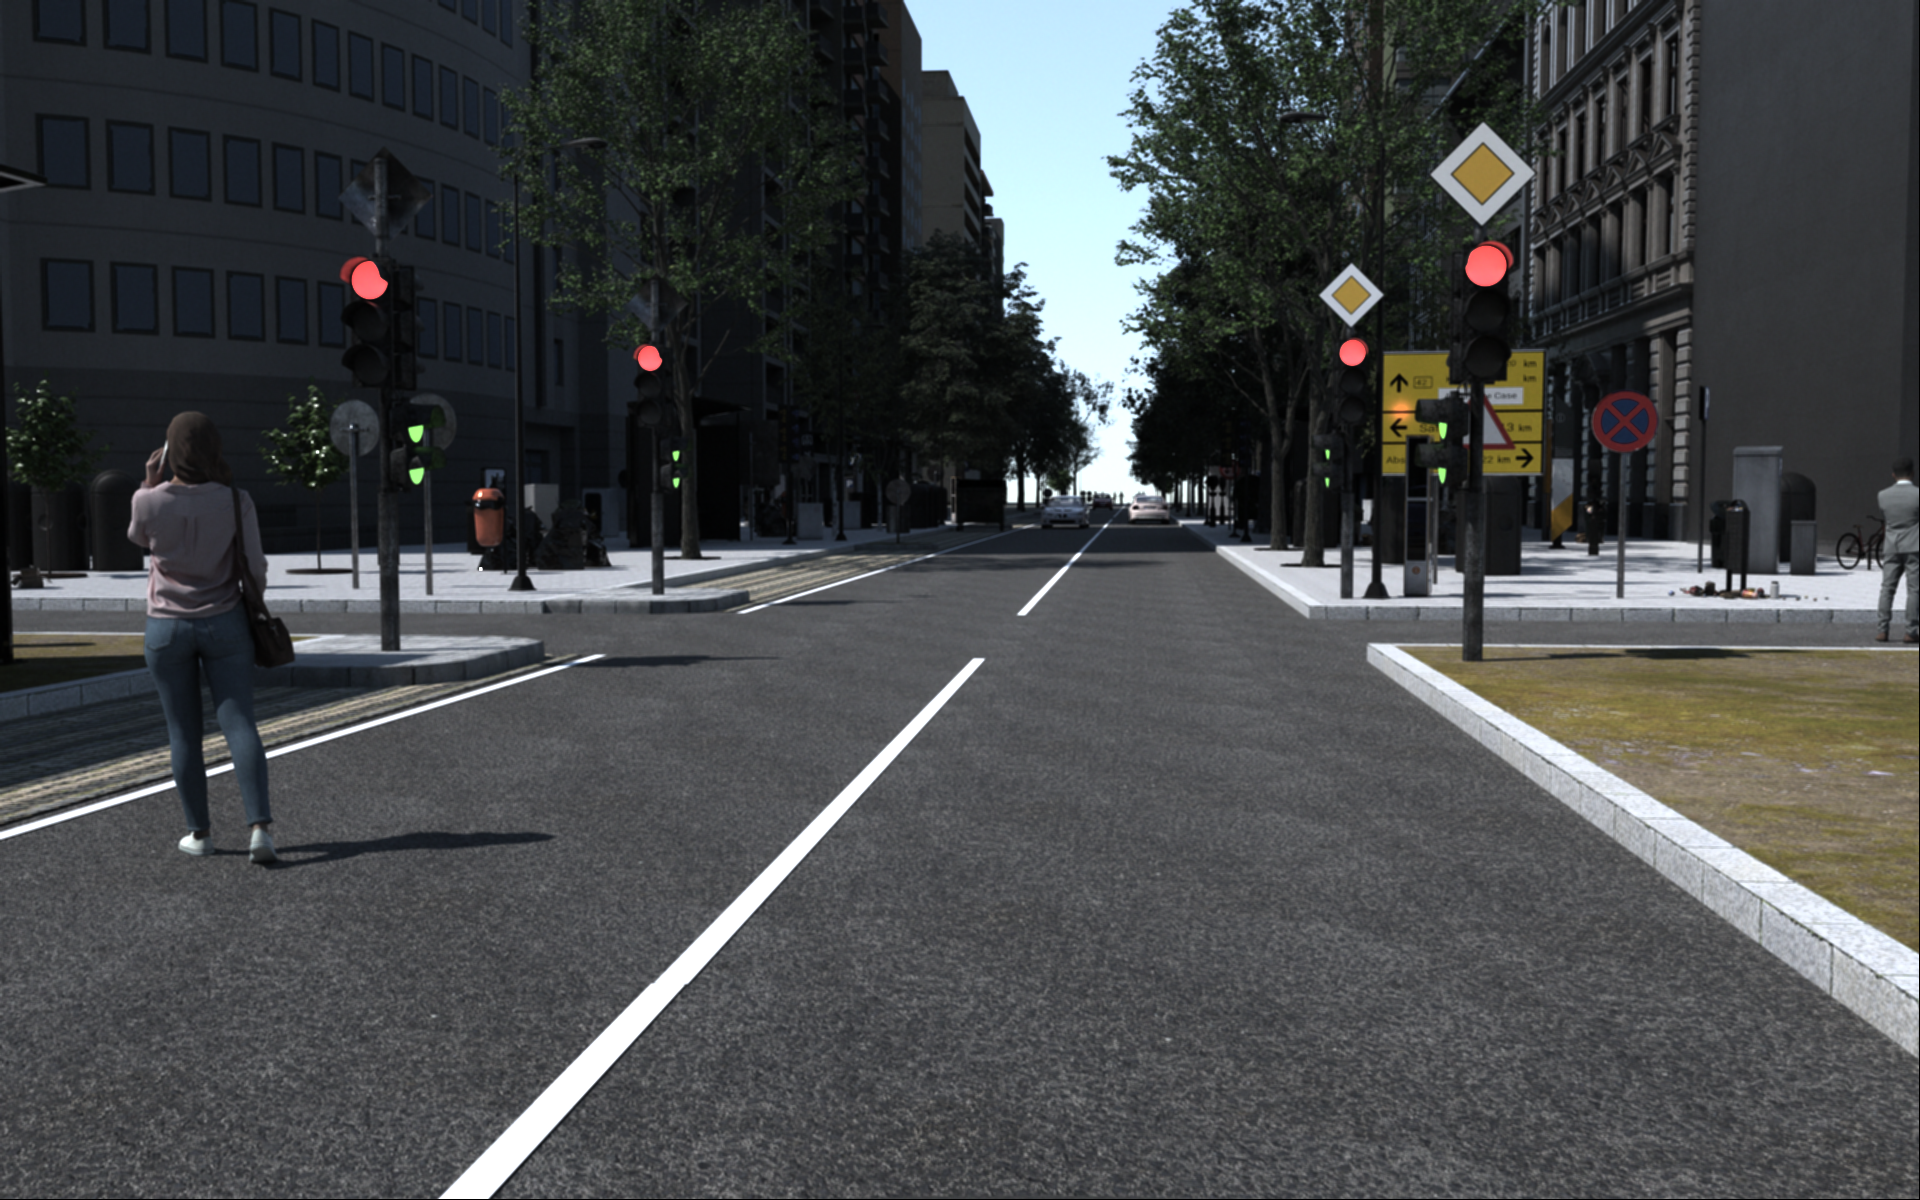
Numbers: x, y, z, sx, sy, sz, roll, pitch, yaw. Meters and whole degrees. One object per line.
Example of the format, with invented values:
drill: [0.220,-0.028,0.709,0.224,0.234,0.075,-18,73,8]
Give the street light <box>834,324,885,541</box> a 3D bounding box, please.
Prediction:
street light: [-2.733,-4.580,47.419,1.470,5.913,1.316,0,4,6]

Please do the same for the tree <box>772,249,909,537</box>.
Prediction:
tree: [-3.718,-6.205,51.810,4.737,8.622,4.395,0,3,0]

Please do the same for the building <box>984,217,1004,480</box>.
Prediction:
building: [-1.162,-34.647,250.074,14.154,41.232,14.086,0,4,6]

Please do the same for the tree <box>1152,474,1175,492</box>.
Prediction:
tree: [28.329,-15.733,240.951,4.285,4.588,4.351,0,3,0]

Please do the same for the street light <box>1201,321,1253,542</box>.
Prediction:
street light: [7.076,-4.491,45.962,1.470,5.913,1.316,0,4,6]

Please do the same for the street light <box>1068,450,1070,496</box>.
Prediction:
street light: [10.826,-12.767,181.282,1.470,5.913,1.316,0,4,6]

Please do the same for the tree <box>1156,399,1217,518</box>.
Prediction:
tree: [12.717,-8.723,92.981,4.360,8.622,3.978,0,3,0]

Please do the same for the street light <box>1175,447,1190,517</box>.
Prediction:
street light: [9.611,-6.022,71.006,1.470,5.913,1.316,0,4,6]

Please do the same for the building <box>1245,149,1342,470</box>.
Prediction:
building: [47.604,-34.772,223.139,22.147,44.769,28.867,0,4,6]

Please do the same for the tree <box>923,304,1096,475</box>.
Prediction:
tree: [2.110,-12.282,111.177,12.009,13.543,11.850,0,3,0]

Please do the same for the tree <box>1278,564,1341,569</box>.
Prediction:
tree: [6.390,-6.382,30.104,9.928,11.665,9.643,0,3,0]

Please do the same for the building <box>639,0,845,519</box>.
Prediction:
building: [-18.222,-41.008,108.739,20.563,71.187,20.611,0,4,6]

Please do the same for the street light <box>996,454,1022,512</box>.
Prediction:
street light: [2.669,-7.793,99.964,1.470,5.913,1.316,0,4,6]

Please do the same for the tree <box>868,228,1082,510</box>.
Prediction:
tree: [0.033,-10.761,82.591,9.857,13.997,8.962,0,3,0]

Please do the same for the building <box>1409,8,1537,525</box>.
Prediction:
building: [29.875,-15.907,79.140,14.314,24.678,30.058,0,4,6]

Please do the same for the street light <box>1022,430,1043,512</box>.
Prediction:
street light: [5.115,-9.314,124.823,1.470,5.913,1.316,0,4,6]

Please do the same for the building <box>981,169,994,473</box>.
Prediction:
building: [-7.160,-35.132,229.026,22.147,44.769,28.867,0,4,6]

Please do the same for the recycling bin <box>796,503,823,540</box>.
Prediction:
recycling bin: [-4.242,-2.217,48.810,0.722,1.027,0.722,-1,4,-9]

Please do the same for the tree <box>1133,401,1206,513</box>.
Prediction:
tree: [17.425,-12.427,137.596,8.767,10.594,7.601,2,4,29]

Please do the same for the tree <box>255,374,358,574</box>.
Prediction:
tree: [-10.544,-2.045,28.032,1.663,3.219,1.824,0,3,0]

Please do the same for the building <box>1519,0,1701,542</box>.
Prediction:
building: [25.011,-13.790,54.340,11.050,23.489,19.941,0,4,6]

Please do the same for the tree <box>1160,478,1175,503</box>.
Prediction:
tree: [29.214,-15.520,248.353,1.663,3.219,1.824,0,3,0]

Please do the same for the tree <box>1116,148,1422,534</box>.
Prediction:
tree: [9.977,-8.510,56.153,9.611,12.733,9.660,0,3,0]

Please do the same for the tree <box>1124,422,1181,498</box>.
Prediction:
tree: [25.260,-18.913,215.877,9.857,13.997,8.962,0,3,0]

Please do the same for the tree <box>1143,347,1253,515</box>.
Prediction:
tree: [15.043,-11.421,104.852,7.486,12.596,7.792,0,3,0]

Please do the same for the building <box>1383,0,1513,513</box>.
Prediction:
building: [32.770,-25.841,106.090,14.154,41.232,14.086,0,4,6]

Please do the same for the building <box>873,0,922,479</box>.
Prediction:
building: [-11.117,-30.894,155.233,14.600,45.320,14.200,0,4,6]

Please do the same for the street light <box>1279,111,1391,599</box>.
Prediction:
street light: [4.578,-2.974,21.161,1.470,5.913,1.316,0,4,6]

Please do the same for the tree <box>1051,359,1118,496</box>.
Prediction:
tree: [15.976,-23.532,240.643,12.611,20.169,13.585,0,3,0]

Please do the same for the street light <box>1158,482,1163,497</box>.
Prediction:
street light: [14.910,-9.195,122.881,1.470,5.913,1.316,0,4,6]

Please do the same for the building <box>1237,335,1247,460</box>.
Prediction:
building: [46.693,-36.374,244.818,14.600,45.320,14.200,0,4,6]

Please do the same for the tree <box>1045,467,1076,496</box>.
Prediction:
tree: [11.133,-12.724,191.755,4.285,4.588,4.351,0,3,0]

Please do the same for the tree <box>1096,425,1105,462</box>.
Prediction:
tree: [13.602,-19.135,223.232,12.009,13.543,11.850,0,3,0]

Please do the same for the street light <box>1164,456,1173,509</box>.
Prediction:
street light: [12.428,-7.691,98.293,1.470,5.913,1.316,0,4,6]

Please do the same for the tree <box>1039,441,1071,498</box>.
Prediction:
tree: [8.605,-13.546,171.844,4.360,8.622,3.978,0,3,0]

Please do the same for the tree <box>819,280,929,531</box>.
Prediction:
tree: [-2.790,-6.659,59.240,4.360,8.622,3.978,0,3,0]

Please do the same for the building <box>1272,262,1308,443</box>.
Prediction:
building: [42.726,-26.332,202.226,14.160,30.474,14.107,0,4,6]

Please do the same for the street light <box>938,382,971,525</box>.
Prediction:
street light: [-0.223,-6.087,72.066,1.470,5.913,1.316,0,4,6]

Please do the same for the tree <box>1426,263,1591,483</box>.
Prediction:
tree: [17.002,-6.315,53.616,4.360,8.622,3.978,0,3,0]

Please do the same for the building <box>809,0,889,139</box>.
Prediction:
building: [-17.456,-29.337,134.288,22.147,44.769,28.867,0,4,6]

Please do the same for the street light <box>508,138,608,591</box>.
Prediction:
street light: [-5.290,-3.075,22.814,1.470,5.913,1.316,0,4,6]

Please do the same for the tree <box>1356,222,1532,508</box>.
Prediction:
tree: [13.074,-5.870,46.341,4.737,8.622,4.395,0,3,0]

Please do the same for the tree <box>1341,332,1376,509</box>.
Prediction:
tree: [14.386,-7.029,65.284,4.360,8.622,3.978,0,3,0]

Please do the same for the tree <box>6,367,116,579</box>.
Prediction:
tree: [-13.887,-1.958,26.620,1.663,3.219,1.824,0,3,0]

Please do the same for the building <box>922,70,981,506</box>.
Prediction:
building: [-9.116,-35.448,203.278,21.300,48.544,21.600,0,4,6]

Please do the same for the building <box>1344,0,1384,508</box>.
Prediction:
building: [34.303,-28.739,119.999,14.600,45.320,14.200,0,4,6]

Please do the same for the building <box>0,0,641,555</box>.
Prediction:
building: [-23.133,-30.898,47.189,21.231,58.520,28.212,0,4,6]

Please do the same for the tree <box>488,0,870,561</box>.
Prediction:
tree: [-5.449,-6.601,33.688,9.928,11.665,9.643,0,3,0]

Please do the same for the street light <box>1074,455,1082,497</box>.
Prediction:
street light: [13.431,-14.263,205.736,1.470,5.913,1.316,0,4,6]

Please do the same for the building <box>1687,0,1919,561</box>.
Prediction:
building: [30.078,-14.842,36.178,24.014,27.812,14.314,0,4,6]
